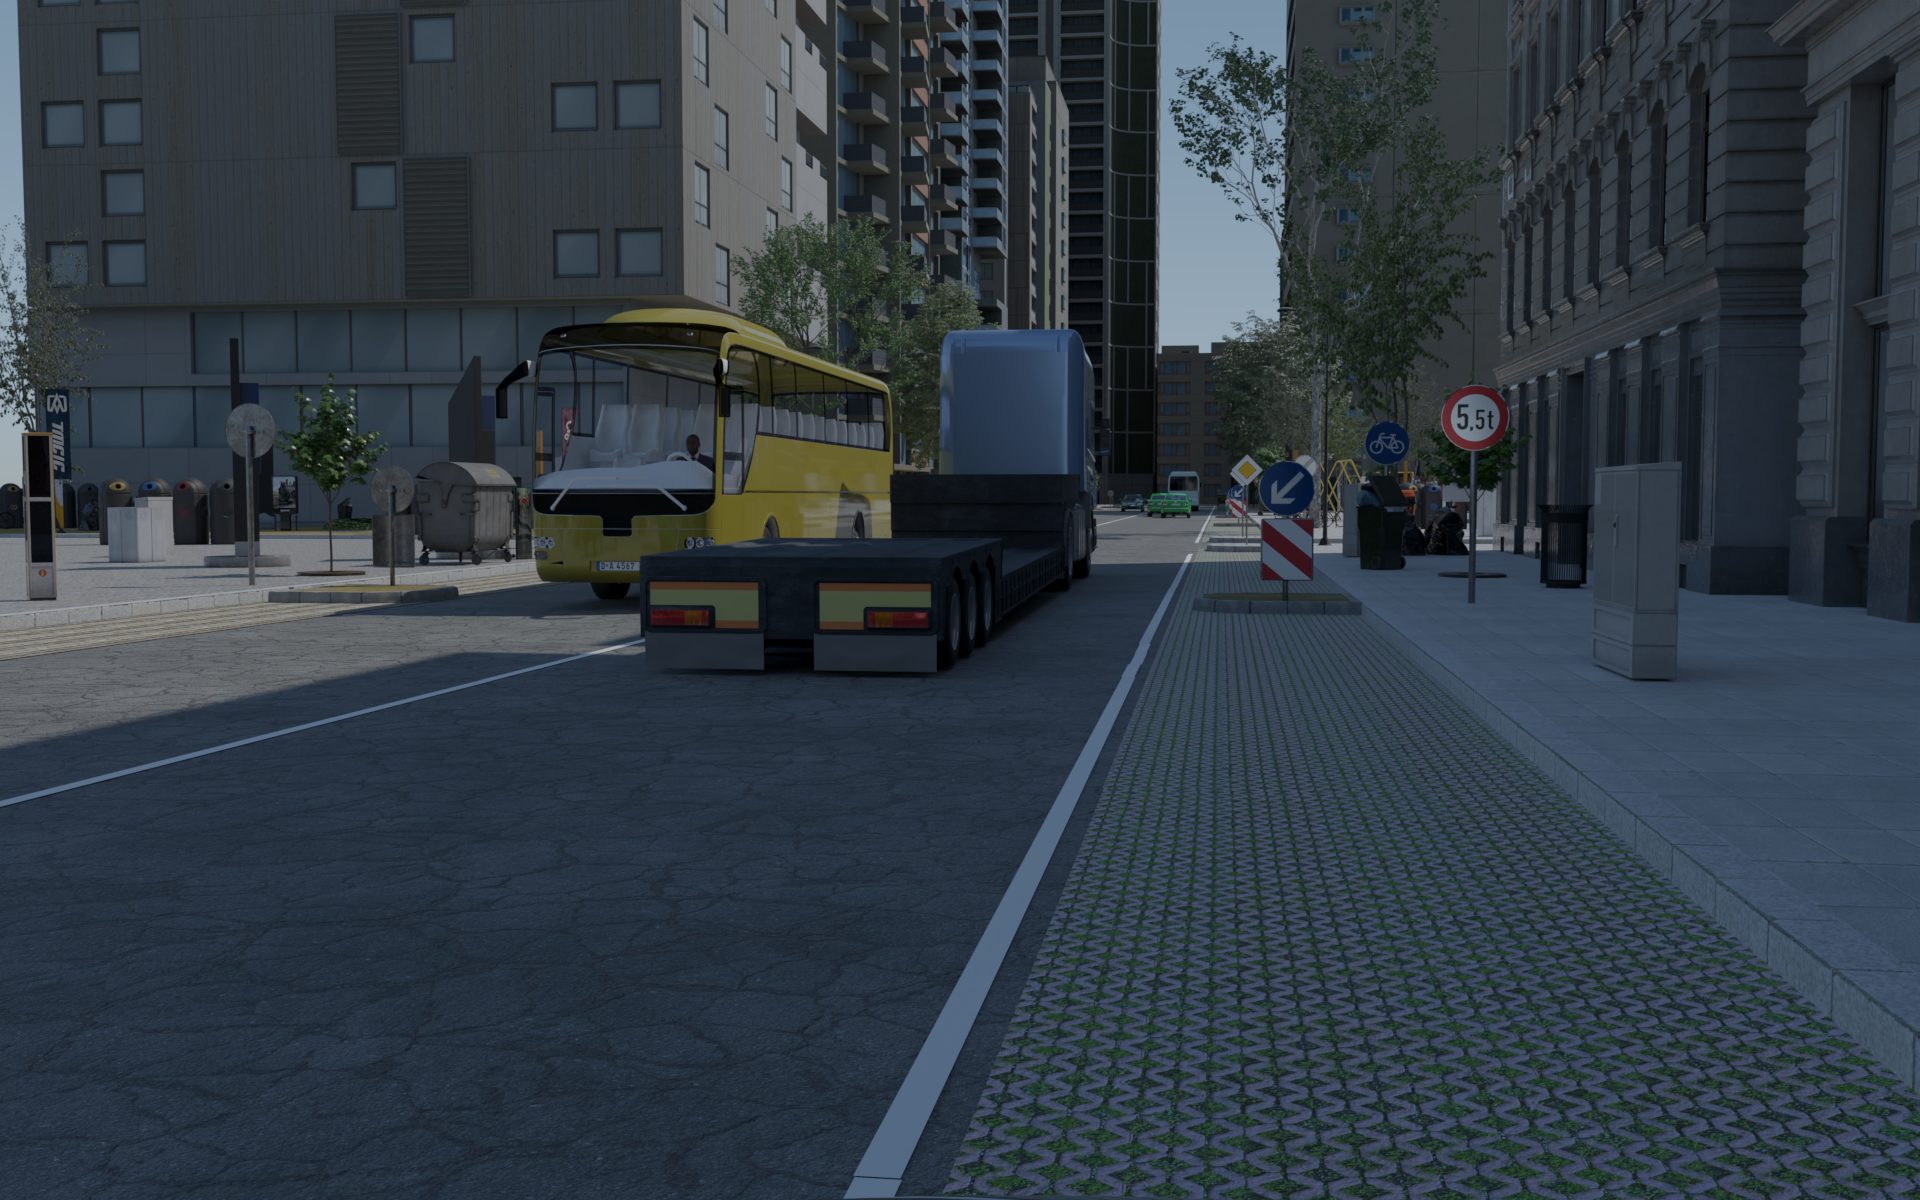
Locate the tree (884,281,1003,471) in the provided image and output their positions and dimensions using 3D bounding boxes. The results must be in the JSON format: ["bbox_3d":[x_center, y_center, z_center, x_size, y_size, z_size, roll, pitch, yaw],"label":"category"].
[{"bbox_3d":[-0.699,-10.678,92.715,7.486,12.596,7.792,0,3,0],"label":"tree"}]

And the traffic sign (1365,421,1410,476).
[{"bbox_3d":[7.490,-1.854,30.424,0.768,2.556,0.104,1,4,18],"label":"traffic sign"}]

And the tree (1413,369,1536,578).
[{"bbox_3d":[7.965,-1.978,26.944,1.663,3.219,1.824,0,3,0],"label":"tree"}]

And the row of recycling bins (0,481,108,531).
[{"bbox_3d":[-34.184,-3.545,65.066,3.534,1.692,1.069,-1,4,-11],"label":"row of recycling bins"}]

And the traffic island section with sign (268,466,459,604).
[{"bbox_3d":[-7.944,-0.908,23.471,1.989,1.847,2.006,1,4,9],"label":"traffic island section with sign"}]

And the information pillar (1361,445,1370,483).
[{"bbox_3d":[19.224,-5.557,82.210,0.504,3.616,0.183,-2,4,-28],"label":"information pillar"}]

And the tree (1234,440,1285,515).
[{"bbox_3d":[19.113,-7.444,105.423,4.285,4.588,4.351,0,3,0],"label":"tree"}]

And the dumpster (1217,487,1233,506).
[{"bbox_3d":[30.532,-11.897,199.460,1.985,2.255,1.502,0,4,7],"label":"dumpster"}]

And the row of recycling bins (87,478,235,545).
[{"bbox_3d":[-20.059,-2.259,44.050,3.534,1.692,1.069,0,4,-5],"label":"row of recycling bins"}]

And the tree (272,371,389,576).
[{"bbox_3d":[-9.830,-2.004,27.369,1.663,3.219,1.824,0,3,0],"label":"tree"}]

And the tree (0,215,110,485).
[{"bbox_3d":[-24.201,-5.799,45.170,4.360,8.622,3.978,0,3,0],"label":"tree"}]

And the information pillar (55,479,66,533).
[{"bbox_3d":[-29.530,-3.999,56.740,0.183,3.616,0.504,-3,5,-44],"label":"information pillar"}]

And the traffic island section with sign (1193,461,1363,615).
[{"bbox_3d":[3.905,-0.784,21.441,1.989,1.847,2.006,1,4,9],"label":"traffic island section with sign"}]

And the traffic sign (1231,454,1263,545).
[{"bbox_3d":[7.233,-2.449,43.681,0.795,2.450,0.064,1,4,9],"label":"traffic sign"}]

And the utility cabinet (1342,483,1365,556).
[{"bbox_3d":[8.119,-1.649,35.648,0.318,1.500,1.173,1,4,22],"label":"utility cabinet"}]

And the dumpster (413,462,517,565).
[{"bbox_3d":[-9.101,-1.598,31.881,1.264,1.857,1.865,1,4,8],"label":"dumpster"}]

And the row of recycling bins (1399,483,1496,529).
[{"bbox_3d":[17.669,-3.438,63.326,3.534,1.692,1.069,0,4,4],"label":"row of recycling bins"}]

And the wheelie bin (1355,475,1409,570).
[{"bbox_3d":[7.130,-1.317,29.436,0.980,1.594,0.693,-2,4,-35],"label":"wheelie bin"}]

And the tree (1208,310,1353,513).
[{"bbox_3d":[21.910,-13.044,119.917,9.857,13.997,8.962,0,3,0],"label":"tree"}]

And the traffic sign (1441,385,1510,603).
[{"bbox_3d":[6.012,-1.234,20.274,0.768,2.556,0.104,1,4,13],"label":"traffic sign"}]

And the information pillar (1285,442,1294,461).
[{"bbox_3d":[14.846,-5.311,78.196,0.183,3.616,0.504,-2,4,-30],"label":"information pillar"}]

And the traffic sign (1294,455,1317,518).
[{"bbox_3d":[11.238,-3.448,56.473,0.768,2.556,0.104,1,4,13],"label":"traffic sign"}]

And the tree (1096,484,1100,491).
[{"bbox_3d":[13.705,-11.517,182.905,1.663,3.219,1.824,0,3,0],"label":"tree"}]

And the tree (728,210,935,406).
[{"bbox_3d":[-4.999,-8.360,62.435,9.928,11.665,9.643,0,3,0],"label":"tree"}]

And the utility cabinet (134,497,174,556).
[{"bbox_3d":[-16.660,-1.507,35.803,0.306,1.237,1.020,0,4,3],"label":"utility cabinet"}]

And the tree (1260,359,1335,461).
[{"bbox_3d":[18.320,-8.877,95.495,4.360,8.622,3.978,0,3,0],"label":"tree"}]

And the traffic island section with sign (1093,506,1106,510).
[{"bbox_3d":[11.742,-8.895,154.065,1.989,1.847,2.006,1,4,9],"label":"traffic island section with sign"}]

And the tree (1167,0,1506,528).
[{"bbox_3d":[14.417,-12.684,63.278,12.611,20.169,13.585,0,3,0],"label":"tree"}]

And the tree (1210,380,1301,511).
[{"bbox_3d":[22.801,-11.980,130.291,8.767,10.594,7.601,1,4,18],"label":"tree"}]

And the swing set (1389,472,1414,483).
[{"bbox_3d":[30.832,-7.672,123.050,3.119,2.851,2.862,1,4,10],"label":"swing set"}]

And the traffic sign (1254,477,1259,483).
[{"bbox_3d":[19.487,-6.882,112.628,0.768,2.556,0.104,1,4,18],"label":"traffic sign"}]

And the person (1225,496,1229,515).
[{"bbox_3d":[17.418,-6.123,112.862,0.306,1.304,0.590,2,4,25],"label":"person"}]

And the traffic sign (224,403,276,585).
[{"bbox_3d":[-9.974,-1.481,24.326,0.768,2.556,0.104,1,4,9],"label":"traffic sign"}]

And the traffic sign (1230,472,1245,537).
[{"bbox_3d":[8.423,-2.932,51.577,0.795,2.450,0.064,1,4,9],"label":"traffic sign"}]

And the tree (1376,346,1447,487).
[{"bbox_3d":[22.385,-8.243,85.133,4.360,8.622,3.978,0,3,0],"label":"tree"}]

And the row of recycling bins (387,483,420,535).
[{"bbox_3d":[-16.494,-2.924,54.912,3.534,1.692,1.069,0,4,8],"label":"row of recycling bins"}]

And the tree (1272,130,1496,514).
[{"bbox_3d":[8.458,-5.144,34.466,4.737,8.622,4.395,0,3,0],"label":"tree"}]

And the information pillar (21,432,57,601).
[{"bbox_3d":[-11.089,-1.001,20.862,0.304,2.012,0.304,-2,4,-33],"label":"information pillar"}]

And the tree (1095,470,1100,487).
[{"bbox_3d":[13.466,-12.467,187.553,4.285,4.588,4.351,0,3,0],"label":"tree"}]

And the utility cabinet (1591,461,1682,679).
[{"bbox_3d":[4.800,-0.225,12.364,0.318,1.500,1.173,0,4,7],"label":"utility cabinet"}]

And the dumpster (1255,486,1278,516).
[{"bbox_3d":[18.191,-6.096,102.170,1.502,2.255,1.985,1,4,9],"label":"dumpster"}]

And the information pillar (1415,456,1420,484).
[{"bbox_3d":[26.503,-6.666,100.343,0.183,3.616,0.504,-1,4,-10],"label":"information pillar"}]

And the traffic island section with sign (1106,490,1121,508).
[{"bbox_3d":[15.759,-10.526,180.721,1.989,1.847,2.006,1,4,9],"label":"traffic island section with sign"}]

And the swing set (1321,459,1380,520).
[{"bbox_3d":[17.601,-5.014,79.594,2.862,2.851,3.119,0,4,3],"label":"swing set"}]
